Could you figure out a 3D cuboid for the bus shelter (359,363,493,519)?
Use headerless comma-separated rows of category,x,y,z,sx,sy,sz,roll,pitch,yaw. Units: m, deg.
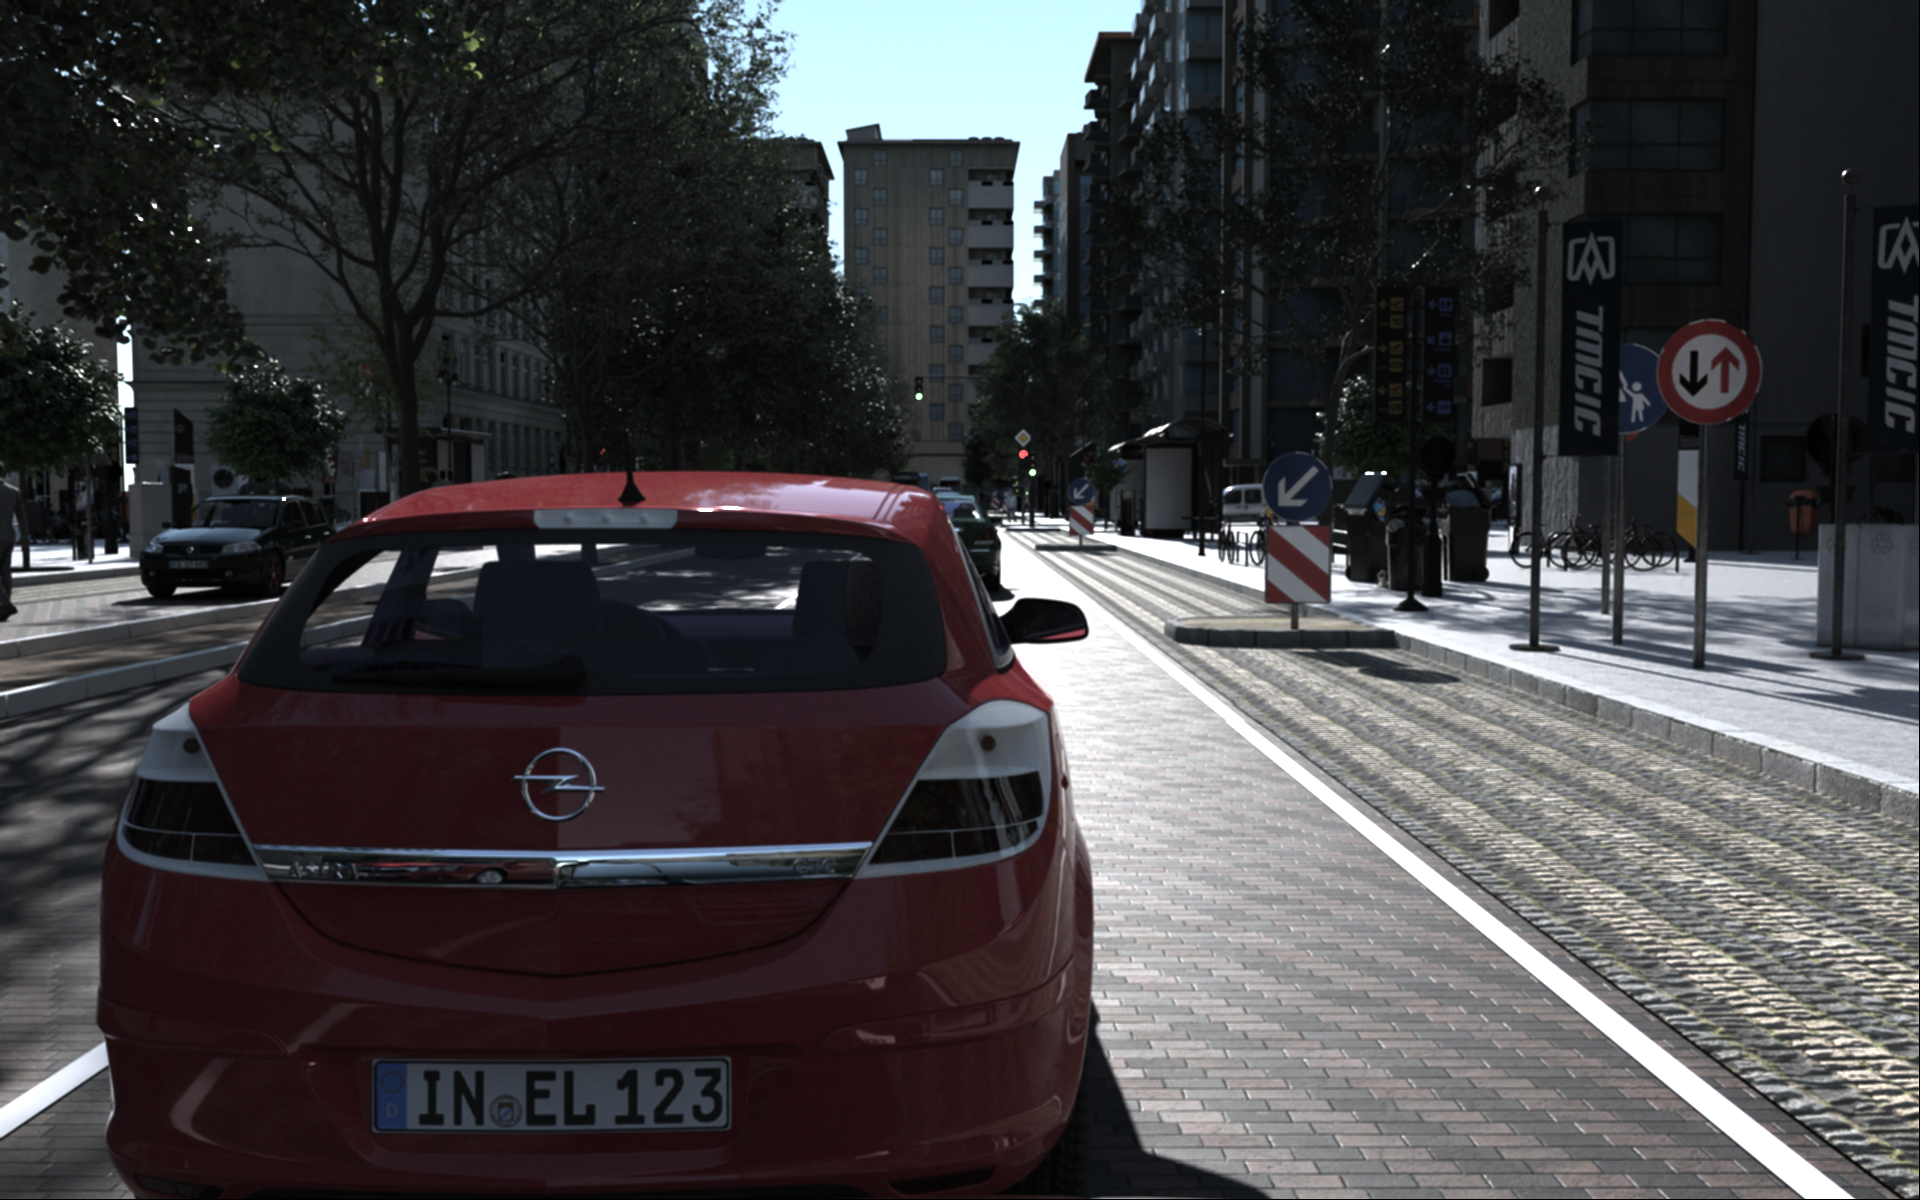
bus shelter,-17.243,-4.768,55.596,2.179,5.291,8.768,0,3,0

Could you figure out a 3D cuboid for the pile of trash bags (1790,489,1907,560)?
pile of trash bags,17.448,-1.414,32.879,1.912,1.369,3.447,-3,5,-41

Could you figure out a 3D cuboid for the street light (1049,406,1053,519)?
street light,4.648,-7.047,88.006,0.468,5.910,1.993,0,4,0

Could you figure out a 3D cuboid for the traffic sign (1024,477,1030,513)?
traffic sign,4.727,-7.350,120.279,0.768,2.556,0.104,0,3,0

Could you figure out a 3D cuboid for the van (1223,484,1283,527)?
van,11.316,-3.940,71.426,4.112,2.044,2.013,0,4,0

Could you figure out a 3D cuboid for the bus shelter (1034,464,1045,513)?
bus shelter,6.194,-8.991,124.631,2.179,5.291,8.768,0,4,0

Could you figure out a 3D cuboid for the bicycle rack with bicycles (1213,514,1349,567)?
bicycle rack with bicycles,5.879,-1.099,31.347,2.852,0.926,2.925,0,4,5

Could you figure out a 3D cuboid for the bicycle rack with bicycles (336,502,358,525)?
bicycle rack with bicycles,-27.541,-3.796,75.441,2.925,0.926,2.852,-2,4,-24

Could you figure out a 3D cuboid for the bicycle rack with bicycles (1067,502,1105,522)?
bicycle rack with bicycles,6.431,-4.078,80.054,2.925,0.926,2.852,-2,4,-34

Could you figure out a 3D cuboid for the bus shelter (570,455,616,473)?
bus shelter,-16.445,-5.277,80.198,2.014,3.302,5.546,0,4,0

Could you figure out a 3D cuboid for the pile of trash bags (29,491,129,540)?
pile of trash bags,-24.969,-2.459,49.962,1.912,1.369,3.447,1,4,12

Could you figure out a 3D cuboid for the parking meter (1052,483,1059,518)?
parking meter,5.061,-5.253,91.599,0.255,1.863,0.399,-2,4,-25

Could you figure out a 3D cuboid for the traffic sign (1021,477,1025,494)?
traffic sign,4.611,-7.622,124.729,0.768,2.556,0.104,0,4,3

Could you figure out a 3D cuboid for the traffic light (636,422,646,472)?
traffic light,-11.668,-6.107,74.520,4.771,5.953,1.251,0,4,0

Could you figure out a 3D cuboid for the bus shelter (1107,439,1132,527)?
bus shelter,6.528,-4.314,64.453,2.014,3.302,5.546,0,4,0

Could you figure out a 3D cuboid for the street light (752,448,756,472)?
street light,-16.083,-10.002,136.313,0.468,5.910,1.993,0,4,0

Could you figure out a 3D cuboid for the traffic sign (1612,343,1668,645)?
traffic sign,5.609,-0.893,14.701,0.768,2.556,0.104,1,4,9

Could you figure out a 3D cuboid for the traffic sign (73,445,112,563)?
traffic sign,-16.135,-1.961,32.065,0.884,2.594,0.081,0,4,1

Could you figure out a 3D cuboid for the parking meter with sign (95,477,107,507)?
parking meter with sign,-73.467,-9.279,147.964,0.543,3.016,1.738,-3,5,-40

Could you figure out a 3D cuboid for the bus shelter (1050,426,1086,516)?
bus shelter,6.388,-7.494,100.160,2.179,5.291,8.768,0,4,0

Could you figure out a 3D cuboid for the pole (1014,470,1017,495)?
pole,4.693,-9.294,145.803,0.158,3.312,0.155,0,3,0

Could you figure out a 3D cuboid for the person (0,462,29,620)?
person,-11.071,-0.688,19.868,0.853,1.813,0.709,1,4,20

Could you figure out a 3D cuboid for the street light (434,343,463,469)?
street light,-15.662,-4.914,53.136,0.468,5.910,1.993,0,4,0

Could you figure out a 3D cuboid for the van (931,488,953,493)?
van,-1.190,-6.448,112.434,2.013,2.044,4.112,0,4,-2

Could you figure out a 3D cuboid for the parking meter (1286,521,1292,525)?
parking meter,10.255,-2.752,53.412,0.372,1.533,0.369,0,3,0

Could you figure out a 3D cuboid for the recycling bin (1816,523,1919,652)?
recycling bin,7.702,-0.120,14.508,0.722,1.027,0.722,-3,4,-36

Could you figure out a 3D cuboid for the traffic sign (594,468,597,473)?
traffic sign,-16.360,-4.715,77.089,0.884,2.594,0.081,0,4,0

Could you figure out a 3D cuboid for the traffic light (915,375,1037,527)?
traffic light,0.654,-5.613,66.442,4.771,5.953,1.251,0,4,0

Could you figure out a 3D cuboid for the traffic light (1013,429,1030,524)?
traffic light,2.702,-5.239,74.580,0.839,4.253,0.868,0,4,0

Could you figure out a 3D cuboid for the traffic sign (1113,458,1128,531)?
traffic sign,5.480,-3.704,60.673,0.768,2.556,0.104,0,4,5

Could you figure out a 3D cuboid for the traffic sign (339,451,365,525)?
traffic sign,-17.930,-3.117,51.069,0.768,2.556,0.104,0,4,2

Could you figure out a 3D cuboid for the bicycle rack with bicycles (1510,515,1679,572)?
bicycle rack with bicycles,10.930,-0.991,29.591,2.925,0.926,2.852,1,4,11

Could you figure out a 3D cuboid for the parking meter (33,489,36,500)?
parking meter,-42.773,-4.374,79.920,0.372,1.533,0.369,0,3,0

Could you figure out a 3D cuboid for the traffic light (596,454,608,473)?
traffic light,-13.715,-4.744,66.489,0.839,4.253,0.868,0,4,0

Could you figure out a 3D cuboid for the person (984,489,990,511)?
person,2.095,-7.629,133.409,0.419,1.800,0.721,2,4,28

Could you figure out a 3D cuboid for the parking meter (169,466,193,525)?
parking meter,-16.157,-1.850,35.954,0.399,1.863,0.255,-3,5,-41

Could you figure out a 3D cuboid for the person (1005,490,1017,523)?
person,2.390,-4.345,81.348,0.589,1.601,0.330,1,4,14

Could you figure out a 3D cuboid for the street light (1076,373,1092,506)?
street light,4.725,-5.712,66.183,0.468,5.910,1.993,0,4,0

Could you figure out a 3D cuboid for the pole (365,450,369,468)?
pole,-27.354,-5.269,79.984,0.158,3.312,0.155,0,3,0

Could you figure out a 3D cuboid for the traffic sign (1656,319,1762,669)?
traffic sign,5.448,-0.770,12.694,0.768,2.556,0.104,0,4,0

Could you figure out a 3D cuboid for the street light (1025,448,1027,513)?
street light,4.516,-8.926,118.730,0.468,5.910,1.993,0,4,0

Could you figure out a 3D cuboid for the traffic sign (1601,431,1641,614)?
traffic sign,6.910,-1.123,18.474,0.768,2.556,0.104,0,4,6

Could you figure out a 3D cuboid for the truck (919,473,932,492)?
truck,-5.202,-13.709,213.898,2.967,4.110,18.799,0,4,1

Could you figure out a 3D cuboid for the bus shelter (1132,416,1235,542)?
bus shelter,6.127,-3.299,47.858,2.014,3.302,5.546,0,3,0

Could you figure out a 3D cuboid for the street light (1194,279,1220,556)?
street light,5.026,-3.856,35.830,0.468,5.910,1.993,0,4,0

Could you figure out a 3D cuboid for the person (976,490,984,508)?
person,2.193,-10.007,172.129,1.348,1.822,0.705,-1,4,-8
